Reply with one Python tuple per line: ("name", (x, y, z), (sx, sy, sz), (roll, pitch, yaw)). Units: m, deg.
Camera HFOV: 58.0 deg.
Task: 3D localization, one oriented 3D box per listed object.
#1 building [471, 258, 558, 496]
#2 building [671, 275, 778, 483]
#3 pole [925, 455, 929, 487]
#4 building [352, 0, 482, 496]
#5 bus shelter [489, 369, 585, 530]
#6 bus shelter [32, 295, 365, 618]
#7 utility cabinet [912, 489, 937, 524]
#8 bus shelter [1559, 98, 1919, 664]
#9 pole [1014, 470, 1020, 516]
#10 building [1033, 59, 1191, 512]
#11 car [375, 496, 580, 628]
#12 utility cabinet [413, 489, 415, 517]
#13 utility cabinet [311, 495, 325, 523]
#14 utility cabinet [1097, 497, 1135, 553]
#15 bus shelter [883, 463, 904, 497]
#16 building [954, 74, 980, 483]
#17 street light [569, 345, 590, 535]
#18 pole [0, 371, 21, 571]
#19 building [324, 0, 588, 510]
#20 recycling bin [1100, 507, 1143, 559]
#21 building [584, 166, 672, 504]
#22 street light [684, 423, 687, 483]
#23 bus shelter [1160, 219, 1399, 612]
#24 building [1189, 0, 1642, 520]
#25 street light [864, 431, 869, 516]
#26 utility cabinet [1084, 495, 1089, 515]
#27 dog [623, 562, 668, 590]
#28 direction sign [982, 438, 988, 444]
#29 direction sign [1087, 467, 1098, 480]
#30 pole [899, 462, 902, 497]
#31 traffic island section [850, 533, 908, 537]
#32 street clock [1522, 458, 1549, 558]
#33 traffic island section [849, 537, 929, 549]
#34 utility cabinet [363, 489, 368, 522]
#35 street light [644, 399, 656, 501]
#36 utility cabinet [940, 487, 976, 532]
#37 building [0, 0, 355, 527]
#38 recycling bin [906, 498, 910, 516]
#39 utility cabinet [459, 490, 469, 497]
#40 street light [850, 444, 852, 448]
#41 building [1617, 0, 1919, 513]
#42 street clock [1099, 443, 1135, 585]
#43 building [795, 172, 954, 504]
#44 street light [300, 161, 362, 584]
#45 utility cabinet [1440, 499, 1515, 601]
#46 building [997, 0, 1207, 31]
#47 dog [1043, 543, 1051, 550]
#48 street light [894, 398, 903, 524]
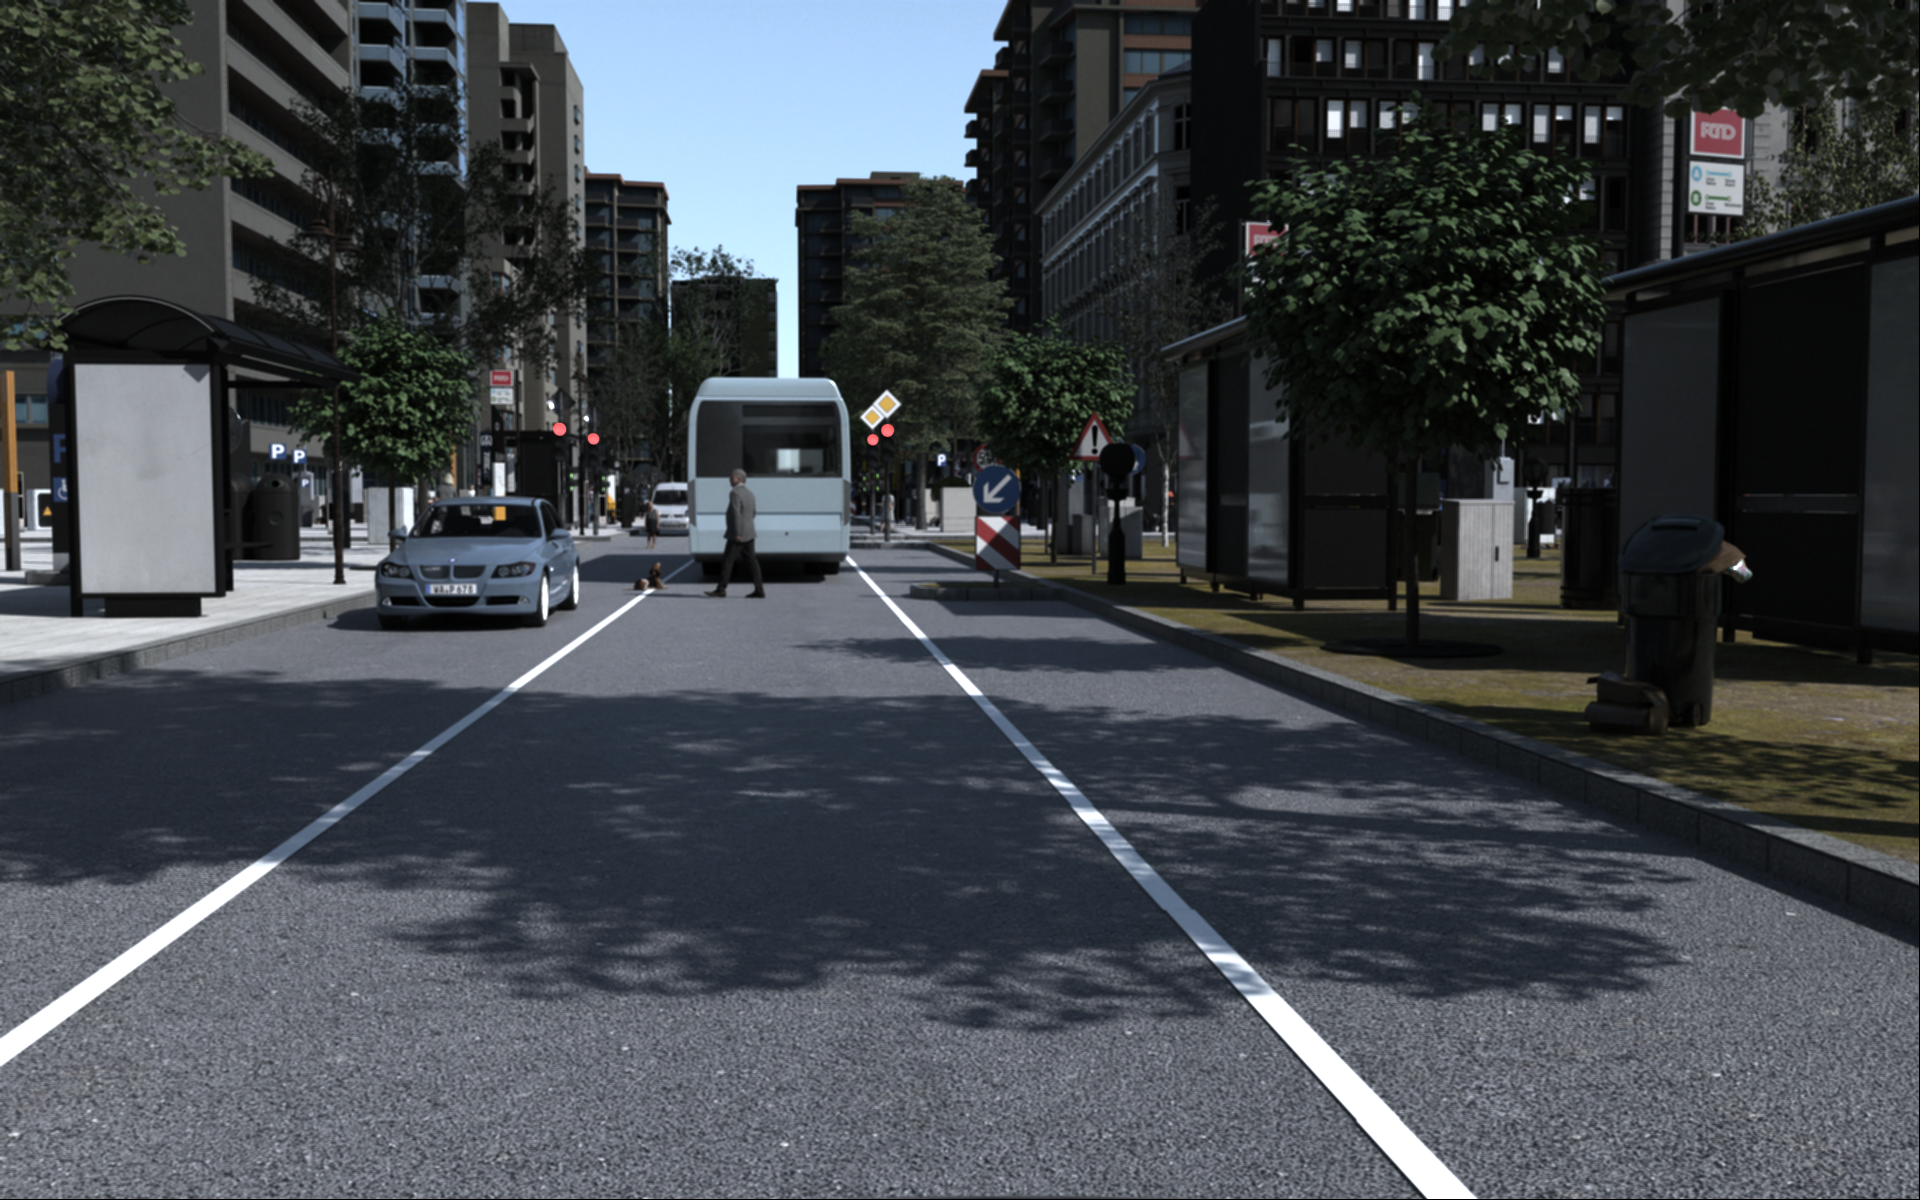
("building", (-48.536, -18.049, 140.141), (27.650, 21.520, 28.899), (0, 4, -6))
("building", (-31.406, -28.148, 231.915), (14.107, 30.474, 14.160), (0, 4, -6))
("pole", (-1.757, -5.950, 91.119), (0.158, 3.312, 0.155), (0, 3, 0))
("building", (-42.697, -48.666, 108.362), (22.319, 86.520, 31.000), (0, 4, -6))
("bus shelter", (-14.279, -4.945, 58.482), (2.179, 5.291, 8.768), (0, 4, -6))
("bus shelter", (-8.706, -1.620, 20.407), (2.014, 3.302, 5.546), (0, 4, -6))
("utility cabinet", (-1.480, -3.928, 72.910), (1.173, 1.500, 0.318), (-3, 5, -40))
("bus shelter", (7.337, -2.305, 15.325), (2.179, 5.291, 8.768), (0, 4, -6))
("pole", (2.377, -4.782, 72.028), (0.158, 3.312, 0.155), (0, 3, 0))
("building", (16.157, -20.384, 109.698), (17.030, 29.872, 44.131), (0, 4, -6))
("car", (-5.481, -0.495, 20.090), (2.014, 1.417, 4.499), (0, 4, -6))
("utility cabinet", (-22.458, -3.717, 69.457), (1.173, 1.500, 0.318), (-1, 4, -16))
("utility cabinet", (-28.671, -3.998, 76.522), (1.020, 1.237, 0.306), (1, 4, 16))
("utility cabinet", (3.448, -1.648, 38.111), (0.306, 1.237, 1.020), (3, 5, 41))
("bus shelter", (-4.943, -8.254, 126.241), (1.731, 3.624, 6.357), (0, 4, -6))
("building", (12.016, -32.068, 178.940), (22.147, 44.769, 28.867), (0, 4, -6))
("street light", (-11.795, -4.958, 53.858), (0.468, 5.910, 1.993), (0, 4, -6))
("pole", (-15.777, -2.136, 28.766), (0.158, 3.312, 0.155), (0, 3, 0))
("building", (-49.962, -33.792, 176.199), (21.600, 48.544, 21.300), (0, 4, -6))
("recycling bin", (3.225, -1.353, 34.669), (0.722, 1.027, 0.722), (0, 4, -8))
("building", (-53.746, -35.402, 233.440), (28.867, 44.769, 22.147), (0, 4, -6))
("street light", (-17.173, -8.293, 108.377), (0.468, 5.910, 1.993), (0, 4, -6))
("bus shelter", (4.051, -2.776, 23.025), (2.179, 5.291, 8.768), (0, 4, -5))
("building", (19.263, -15.074, 76.134), (15.834, 23.373, 12.332), (0, 4, -6))
("street light", (-5.494, -7.918, 102.247), (0.468, 5.910, 1.993), (0, 4, -6))
("utility cabinet", (6.229, -4.857, 90.572), (1.020, 1.237, 0.306), (2, 4, 32))
("dog", (-4.742, -0.358, 26.047), (0.748, 0.427, 0.550), (-1, 4, -16))
("direction sign", (1.221, -4.633, 67.741), (0.876, 3.537, 0.379), (2, 4, 33))
("direction sign", (7.296, -6.318, 95.304), (0.876, 3.537, 0.379), (-3, 5, -42))
("pole", (-3.776, -7.117, 110.207), (0.158, 3.312, 0.155), (0, 3, 0))
("traffic island section", (-2.732, -1.979, 54.630), (2.009, 0.180, 2.903), (0, 4, -6))
("street clock", (11.566, -1.853, 34.867), (0.358, 2.002, 0.471), (-2, 4, -35))
("traffic island section", (-1.938, -1.493, 46.684), (2.009, 0.180, 2.903), (0, 4, -6))
("utility cabinet", (-26.088, -4.200, 77.349), (1.173, 1.500, 0.318), (0, 4, -6))
("street light", (-14.598, -6.655, 81.599), (0.468, 5.910, 1.993), (0, 4, -6))
("utility cabinet", (-0.060, -3.012, 57.922), (1.173, 1.500, 0.318), (-1, 4, -19))
("building", (-40.000, -27.626, 75.384), (21.300, 48.544, 21.600), (0, 4, -6))
("recycling bin", (-2.753, -5.333, 99.752), (0.722, 1.027, 0.722), (3, 4, 36))
("utility cabinet", (-26.326, -5.016, 90.696), (1.173, 1.500, 0.318), (-1, 4, -9))
("street light", (-8.202, -9.551, 128.939), (0.468, 5.910, 1.993), (0, 4, -6))
("building", (38.924, -17.749, 77.579), (23.554, 28.519, 14.401), (0, 4, -6))
("street clock", (2.225, -1.223, 24.562), (0.471, 2.002, 0.358), (-2, 4, -29))
("building", (-9.688, -35.687, 238.105), (28.867, 44.769, 22.147), (0, 4, -6))
("street light", (-8.854, -3.165, 24.538), (0.468, 5.910, 1.993), (0, 4, -6))
("utility cabinet", (6.324, -0.611, 21.157), (1.020, 1.237, 0.306), (-2, 4, -33))
("building", (14.553, -30.272, 149.571), (22.147, 44.769, 28.867), (0, 4, -6))
("dog", (2.101, -1.363, 40.016), (0.748, 0.427, 0.550), (-2, 4, -29))
("street light", (-2.711, -6.237, 74.755), (0.468, 5.910, 1.993), (0, 4, -6))
